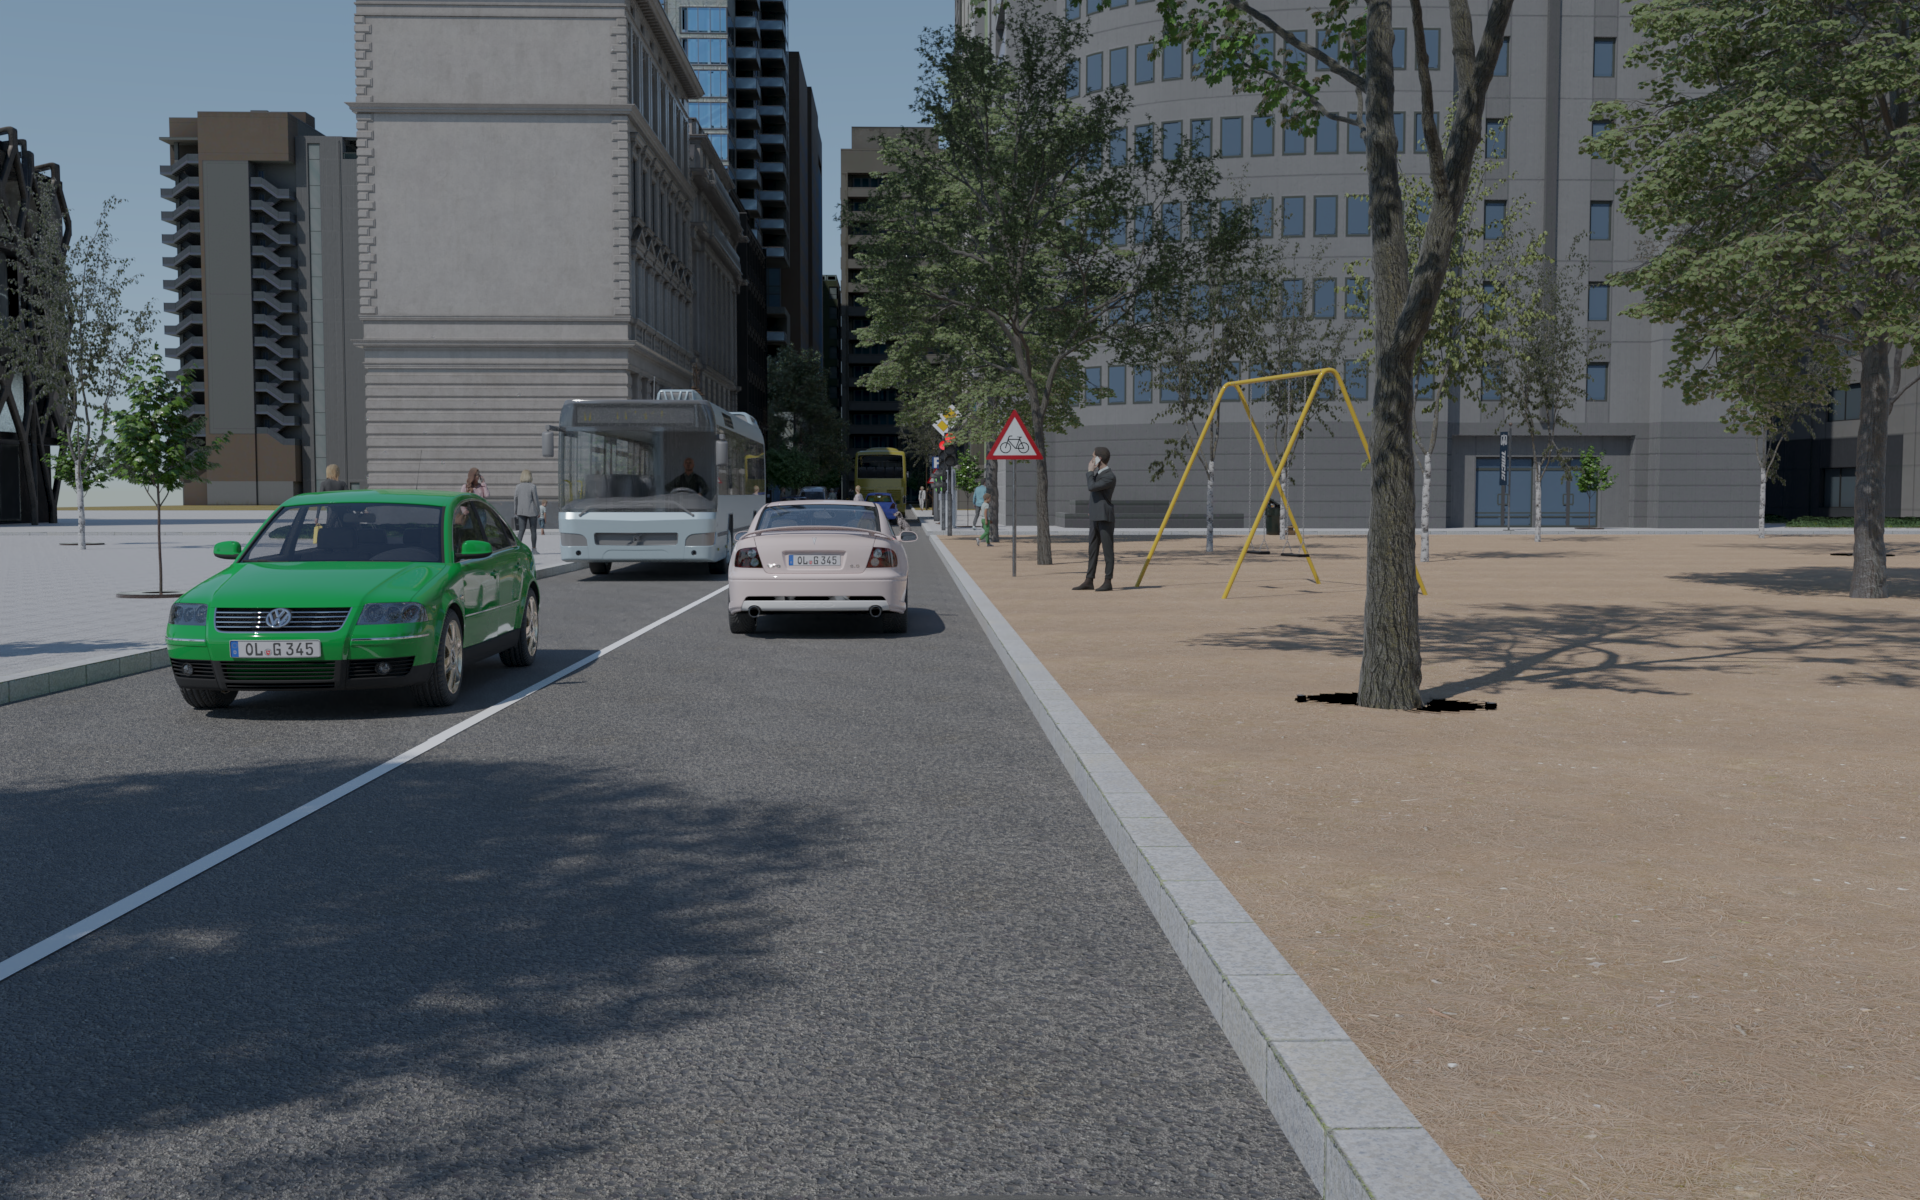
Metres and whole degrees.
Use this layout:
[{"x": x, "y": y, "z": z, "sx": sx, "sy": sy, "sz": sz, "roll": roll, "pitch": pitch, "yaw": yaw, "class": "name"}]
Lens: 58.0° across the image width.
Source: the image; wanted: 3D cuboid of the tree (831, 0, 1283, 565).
[{"x": 1.598, "y": -5.936, "z": 31.464, "sx": 8.767, "sy": 10.594, "sz": 7.601, "roll": 0, "pitch": 4, "yaw": 6, "class": "tree"}]

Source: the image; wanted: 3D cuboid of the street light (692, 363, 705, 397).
[{"x": -9.305, "y": -5.414, "z": 61.312, "sx": 0.468, "sy": 5.910, "sz": 1.993, "roll": 0, "pitch": 4, "yaw": -2, "class": "street light"}]

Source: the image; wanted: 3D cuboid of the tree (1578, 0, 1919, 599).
[{"x": 11.420, "y": -6.272, "z": 20.674, "sx": 7.486, "sy": 12.596, "sz": 7.792, "roll": 0, "pitch": 3, "yaw": 0, "class": "tree"}]

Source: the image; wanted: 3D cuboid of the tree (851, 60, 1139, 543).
[{"x": 0.826, "y": -7.823, "z": 46.025, "sx": 7.486, "sy": 12.596, "sz": 7.792, "roll": 0, "pitch": 3, "yaw": 0, "class": "tree"}]

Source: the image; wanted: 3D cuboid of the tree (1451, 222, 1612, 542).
[{"x": 15.305, "y": -5.849, "z": 46.000, "sx": 4.360, "sy": 8.622, "sz": 3.978, "roll": 0, "pitch": 3, "yaw": 0, "class": "tree"}]

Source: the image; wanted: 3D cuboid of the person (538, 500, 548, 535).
[{"x": -13.636, "y": -2.651, "z": 56.525, "sx": 0.352, "sy": 1.250, "sz": 0.332, "roll": -2, "pitch": 4, "yaw": -23, "class": "person"}]

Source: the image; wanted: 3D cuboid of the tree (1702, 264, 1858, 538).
[{"x": 23.539, "y": -6.097, "z": 50.045, "sx": 4.360, "sy": 8.622, "sz": 3.978, "roll": 0, "pitch": 3, "yaw": 0, "class": "tree"}]

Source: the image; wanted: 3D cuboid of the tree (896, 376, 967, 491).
[{"x": -1.581, "y": -9.164, "z": 100.193, "sx": 4.360, "sy": 8.622, "sz": 3.978, "roll": 0, "pitch": 3, "yaw": 0, "class": "tree"}]

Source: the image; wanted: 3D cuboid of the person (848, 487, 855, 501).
[{"x": -7.029, "y": -6.359, "z": 111.829, "sx": 0.474, "sy": 1.900, "sz": 0.648, "roll": -1, "pitch": 4, "yaw": -15, "class": "person"}]

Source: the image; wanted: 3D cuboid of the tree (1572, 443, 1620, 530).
[{"x": 22.845, "y": -4.184, "z": 63.015, "sx": 1.663, "sy": 3.219, "sz": 1.824, "roll": 0, "pitch": 3, "yaw": 0, "class": "tree"}]

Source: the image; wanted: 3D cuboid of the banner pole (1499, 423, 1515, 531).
[{"x": 19.217, "y": -4.340, "z": 60.969, "sx": 0.401, "sy": 3.779, "sz": 0.863, "roll": -1, "pitch": 4, "yaw": -16, "class": "banner pole"}]

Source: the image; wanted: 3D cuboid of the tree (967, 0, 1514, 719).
[{"x": 2.777, "y": -5.165, "z": 10.206, "sx": 9.928, "sy": 11.665, "sz": 9.643, "roll": 0, "pitch": 3, "yaw": 0, "class": "tree"}]

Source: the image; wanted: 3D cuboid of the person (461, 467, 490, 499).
[{"x": -8.673, "y": -1.473, "z": 30.716, "sx": 0.593, "sy": 1.750, "sz": 0.643, "roll": -2, "pitch": 4, "yaw": -28, "class": "person"}]

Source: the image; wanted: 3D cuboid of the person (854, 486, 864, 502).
[{"x": -3.568, "y": -3.329, "z": 63.597, "sx": 0.598, "sy": 1.740, "sz": 0.731, "roll": 1, "pitch": 4, "yaw": 10, "class": "person"}]

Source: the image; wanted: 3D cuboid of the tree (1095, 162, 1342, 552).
[{"x": 5.393, "y": -5.390, "z": 38.487, "sx": 4.360, "sy": 8.622, "sz": 3.978, "roll": 0, "pitch": 3, "yaw": 0, "class": "tree"}]

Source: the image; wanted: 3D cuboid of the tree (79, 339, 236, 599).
[{"x": -9.947, "y": -1.661, "z": 21.765, "sx": 1.663, "sy": 3.219, "sz": 1.824, "roll": 0, "pitch": 3, "yaw": 0, "class": "tree"}]

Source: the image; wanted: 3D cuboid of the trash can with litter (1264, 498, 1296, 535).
[{"x": 10.019, "y": -2.612, "z": 54.096, "sx": 1.055, "sy": 1.170, "sz": 0.624, "roll": 0, "pitch": 4, "yaw": -5, "class": "trash can with litter"}]

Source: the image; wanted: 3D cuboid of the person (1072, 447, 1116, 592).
[{"x": 1.806, "y": -1.069, "z": 22.884, "sx": 0.474, "sy": 1.900, "sz": 0.648, "roll": -1, "pitch": 4, "yaw": -19, "class": "person"}]

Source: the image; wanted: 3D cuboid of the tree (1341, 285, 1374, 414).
[{"x": 9.331, "y": -6.010, "z": 48.619, "sx": 4.360, "sy": 8.622, "sz": 3.978, "roll": 0, "pitch": 3, "yaw": 0, "class": "tree"}]

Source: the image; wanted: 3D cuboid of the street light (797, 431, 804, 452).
[{"x": -11.150, "y": -9.102, "z": 121.603, "sx": 0.468, "sy": 5.910, "sz": 1.993, "roll": 0, "pitch": 4, "yaw": -2, "class": "street light"}]

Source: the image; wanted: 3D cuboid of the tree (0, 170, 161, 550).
[{"x": -20.236, "y": -5.459, "z": 39.613, "sx": 4.360, "sy": 8.622, "sz": 3.978, "roll": 0, "pitch": 3, "yaw": 0, "class": "tree"}]

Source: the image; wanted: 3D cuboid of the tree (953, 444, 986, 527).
[{"x": 0.439, "y": -4.424, "z": 66.936, "sx": 1.663, "sy": 3.219, "sz": 1.824, "roll": 0, "pitch": 3, "yaw": 0, "class": "tree"}]

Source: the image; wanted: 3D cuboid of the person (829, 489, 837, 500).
[{"x": -7.635, "y": -5.827, "z": 104.252, "sx": 0.515, "sy": 1.767, "sz": 0.782, "roll": 2, "pitch": 4, "yaw": 34, "class": "person"}]

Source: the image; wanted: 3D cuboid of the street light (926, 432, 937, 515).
[{"x": -1.644, "y": -8.104, "z": 105.290, "sx": 0.468, "sy": 5.910, "sz": 1.993, "roll": 0, "pitch": 4, "yaw": -2, "class": "street light"}]

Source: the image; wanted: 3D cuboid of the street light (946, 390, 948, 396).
[{"x": -0.578, "y": -6.244, "z": 74.872, "sx": 0.468, "sy": 5.910, "sz": 1.993, "roll": 0, "pitch": 4, "yaw": -2, "class": "street light"}]

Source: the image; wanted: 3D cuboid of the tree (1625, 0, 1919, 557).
[{"x": 18.769, "y": -7.640, "z": 35.289, "sx": 12.009, "sy": 13.543, "sz": 11.850, "roll": 0, "pitch": 3, "yaw": 0, "class": "tree"}]

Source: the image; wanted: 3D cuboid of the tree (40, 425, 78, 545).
[{"x": -22.023, "y": -3.000, "z": 43.646, "sx": 1.663, "sy": 3.219, "sz": 1.824, "roll": 0, "pitch": 3, "yaw": 0, "class": "tree"}]

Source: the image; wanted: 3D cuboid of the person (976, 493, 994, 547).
[{"x": 0.602, "y": -1.952, "z": 42.207, "sx": 0.590, "sy": 1.304, "sz": 0.306, "roll": -3, "pitch": 4, "yaw": -39, "class": "person"}]

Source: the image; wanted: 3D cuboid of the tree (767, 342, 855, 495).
[{"x": -12.445, "y": -13.054, "z": 130.444, "sx": 9.611, "sy": 12.733, "sz": 9.660, "roll": 0, "pitch": 3, "yaw": 0, "class": "tree"}]

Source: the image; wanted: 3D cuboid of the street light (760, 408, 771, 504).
[{"x": -10.251, "y": -7.243, "z": 91.211, "sx": 0.468, "sy": 5.910, "sz": 1.993, "roll": 0, "pitch": 4, "yaw": -2, "class": "street light"}]

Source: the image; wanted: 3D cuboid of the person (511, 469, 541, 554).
[{"x": -9.215, "y": -1.855, "z": 36.559, "sx": 0.709, "sy": 1.800, "sz": 0.728, "roll": 1, "pitch": 4, "yaw": 15, "class": "person"}]

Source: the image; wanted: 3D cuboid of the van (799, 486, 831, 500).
[{"x": -7.920, "y": -5.282, "z": 93.372, "sx": 2.013, "sy": 2.044, "sz": 4.112, "roll": 0, "pitch": 4, "yaw": 0, "class": "van"}]

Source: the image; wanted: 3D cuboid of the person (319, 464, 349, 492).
[{"x": -10.528, "y": -1.468, "z": 30.264, "sx": 1.509, "sy": 1.804, "sz": 0.699, "roll": 0, "pitch": 4, "yaw": -2, "class": "person"}]

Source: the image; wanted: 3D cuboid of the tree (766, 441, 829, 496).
[{"x": -10.742, "y": -7.475, "z": 105.935, "sx": 4.285, "sy": 4.588, "sz": 4.351, "roll": 0, "pitch": 3, "yaw": 0, "class": "tree"}]

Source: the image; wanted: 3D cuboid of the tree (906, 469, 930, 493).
[{"x": -4.614, "y": -13.338, "z": 201.797, "sx": 4.285, "sy": 4.588, "sz": 4.351, "roll": 0, "pitch": 3, "yaw": 0, "class": "tree"}]

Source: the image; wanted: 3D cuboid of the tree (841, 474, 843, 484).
[{"x": -13.367, "y": -11.646, "z": 174.128, "sx": 4.285, "sy": 4.588, "sz": 4.351, "roll": 0, "pitch": 3, "yaw": 0, "class": "tree"}]

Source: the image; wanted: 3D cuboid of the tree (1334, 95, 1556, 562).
[{"x": 8.933, "y": -5.032, "z": 32.638, "sx": 4.737, "sy": 8.622, "sz": 4.395, "roll": 0, "pitch": 3, "yaw": 0, "class": "tree"}]

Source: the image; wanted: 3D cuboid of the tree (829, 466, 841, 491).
[{"x": -11.206, "y": -8.224, "z": 118.174, "sx": 4.285, "sy": 4.588, "sz": 4.351, "roll": 0, "pitch": 3, "yaw": 0, "class": "tree"}]

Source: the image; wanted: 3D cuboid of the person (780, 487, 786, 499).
[{"x": -8.646, "y": -4.645, "z": 85.003, "sx": 0.362, "sy": 1.759, "sz": 0.519, "roll": -1, "pitch": 4, "yaw": -18, "class": "person"}]

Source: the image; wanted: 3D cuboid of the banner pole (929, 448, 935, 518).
[{"x": -1.507, "y": -6.351, "z": 93.850, "sx": 0.401, "sy": 3.779, "sz": 0.863, "roll": 2, "pitch": 4, "yaw": 26, "class": "banner pole"}]
